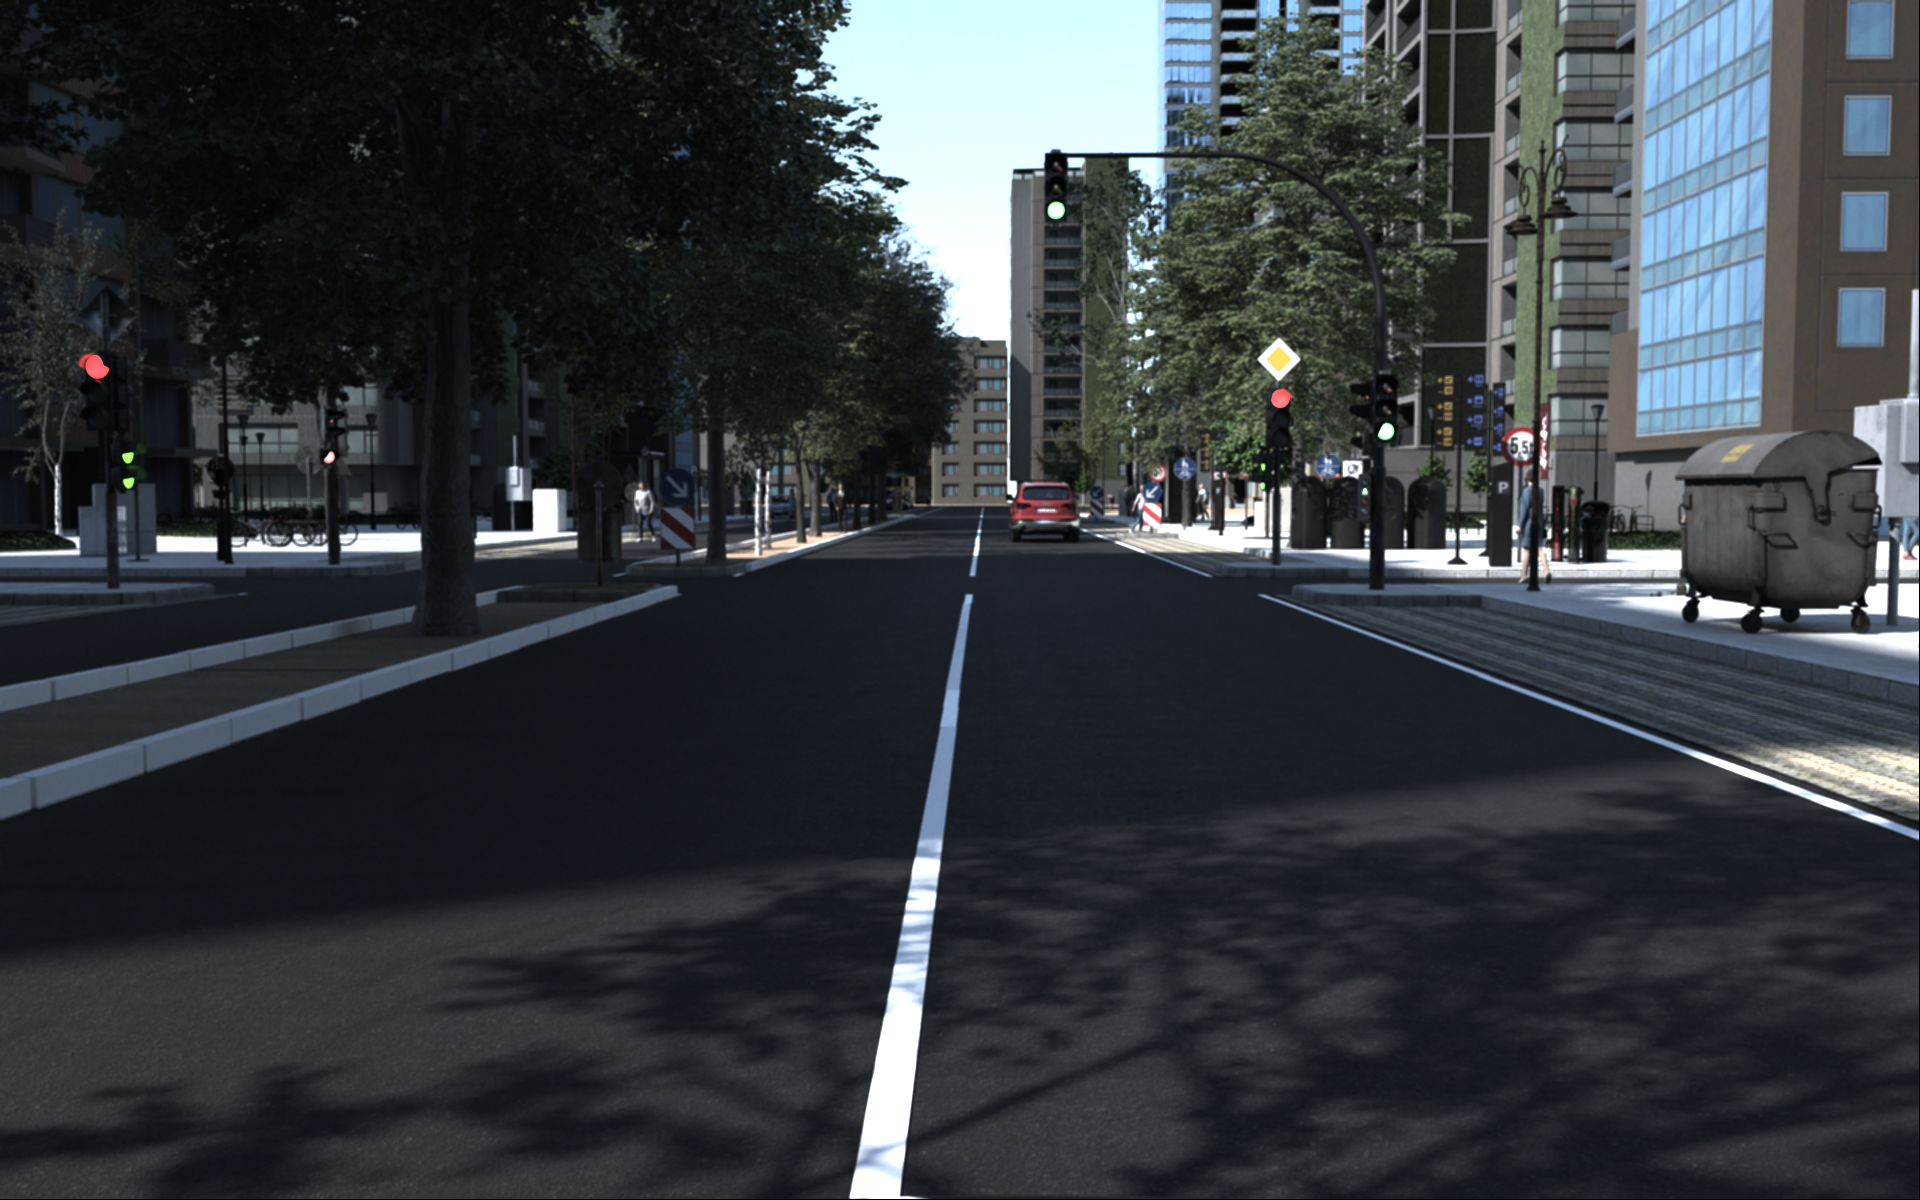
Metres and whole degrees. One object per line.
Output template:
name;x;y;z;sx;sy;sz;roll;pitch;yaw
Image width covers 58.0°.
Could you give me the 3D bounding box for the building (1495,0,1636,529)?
building;29.229;-23.631;69.954;14.154;41.232;14.086;0;4;1

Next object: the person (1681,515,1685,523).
person;17.996;-1.971;42.522;0.306;1.304;0.590;-2;4;-26

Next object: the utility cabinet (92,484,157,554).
utility cabinet;-17.707;-1.714;36.706;1.173;1.500;0.318;-3;5;-39

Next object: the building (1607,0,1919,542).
building;29.329;-24.559;51.644;14.200;45.320;14.600;0;4;1

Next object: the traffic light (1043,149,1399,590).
traffic light;3.483;-2.960;23.069;4.771;5.953;1.251;0;4;1

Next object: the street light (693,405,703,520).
street light;-12.658;-6.804;84.036;0.468;5.910;1.993;0;4;1

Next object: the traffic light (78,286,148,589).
traffic light;-11.484;-2.109;23.411;0.839;4.253;0.868;0;4;1

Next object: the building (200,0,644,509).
building;-40.132;-33.318;133.984;28.713;52.752;27.495;0;4;1

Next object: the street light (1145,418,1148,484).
street light;8.525;-6.525;79.471;0.468;5.910;1.993;0;4;1

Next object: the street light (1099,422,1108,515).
street light;8.783;-8.143;105.923;0.468;5.910;1.993;0;4;1

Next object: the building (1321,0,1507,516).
building;32.278;-40.125;94.299;20.563;71.187;20.611;0;4;1

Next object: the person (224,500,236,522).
person;-32.397;-4.067;76.794;0.590;1.304;0.306;-3;4;-37

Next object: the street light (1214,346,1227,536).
street light;8.052;-4.921;53.248;0.468;5.910;1.993;0;4;1

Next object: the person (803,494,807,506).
person;-16.855;-10.890;187.357;0.742;1.727;0.445;0;4;-4

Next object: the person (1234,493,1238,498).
person;28.715;-10.821;182.966;1.348;1.824;0.705;2;4;28

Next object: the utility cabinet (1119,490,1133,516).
utility cabinet;9.945;-5.700;101.868;1.173;1.500;0.318;1;4;18

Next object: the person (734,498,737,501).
person;-17.679;-7.624;133.949;0.557;1.426;1.065;2;4;35

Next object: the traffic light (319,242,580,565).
traffic light;-9.275;-3.470;31.400;4.771;5.953;1.251;0;4;1

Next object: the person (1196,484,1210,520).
person;11.896;-4.810;85.178;0.515;1.767;0.782;-2;4;-31

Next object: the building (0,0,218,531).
building;-39.850;-24.711;58.653;22.147;44.769;28.867;0;4;1

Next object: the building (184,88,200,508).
building;-53.021;-28.206;153.049;23.993;40.220;32.217;0;4;1

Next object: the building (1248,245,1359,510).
building;37.395;-17.393;129.422;27.650;21.520;28.899;0;4;1

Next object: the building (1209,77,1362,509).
building;39.492;-28.339;155.220;32.217;40.220;23.993;0;4;1

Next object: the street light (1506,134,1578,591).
street light;7.605;-3.058;22.787;0.468;5.910;1.993;0;4;1

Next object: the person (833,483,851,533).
person;-4.320;-3.386;63.643;0.659;1.850;0.755;0;4;-5

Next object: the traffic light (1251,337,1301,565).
traffic light;5.692;-2.584;31.164;0.839;4.253;0.868;0;4;1

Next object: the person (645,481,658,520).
person;-13.600;-4.273;75.686;0.659;1.850;0.755;0;4;5

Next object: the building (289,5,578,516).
building;-33.884;-26.293;113.487;14.154;41.232;14.086;0;4;1

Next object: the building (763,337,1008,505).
building;-8.606;-22.820;218.143;28.899;21.520;27.650;0;4;1

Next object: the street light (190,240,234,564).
street light;-13.448;-3.602;31.683;0.468;5.910;1.993;0;4;1

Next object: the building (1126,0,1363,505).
building;36.232;-55.086;213.328;31.000;86.520;22.319;0;4;1

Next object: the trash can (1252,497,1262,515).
trash can;13.156;-3.922;75.776;0.748;1.137;0.748;0;3;0

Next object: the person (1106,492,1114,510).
person;11.851;-7.795;136.730;0.697;1.427;0.421;2;4;34

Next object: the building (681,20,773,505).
building;-37.430;-41.098;213.947;28.212;58.520;21.231;0;4;1

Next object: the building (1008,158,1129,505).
building;13.017;-32.232;210.594;14.086;41.232;14.154;0;4;1

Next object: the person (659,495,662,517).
person;-16.742;-5.576;97.411;0.606;1.804;0.583;-3;4;-38

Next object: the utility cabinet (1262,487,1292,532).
utility cabinet;10.677;-2.999;57.717;1.173;1.500;0.318;2;4;30

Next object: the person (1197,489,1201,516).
person;13.441;-5.691;99.192;0.850;1.850;0.679;-1;4;-11

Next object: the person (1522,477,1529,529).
person;15.597;-2.515;47.367;0.606;1.804;0.583;-1;4;-23

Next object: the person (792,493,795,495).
person;-13.969;-8.386;144.065;0.530;1.710;0.541;3;5;44

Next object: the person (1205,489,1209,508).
person;21.880;-9.076;154.875;0.568;1.767;0.683;3;4;37

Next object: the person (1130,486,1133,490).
person;11.172;-6.555;113.305;0.705;1.814;1.350;0;4;-8

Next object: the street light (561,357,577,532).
street light;-12.961;-5.217;58.085;0.468;5.910;1.993;0;4;1

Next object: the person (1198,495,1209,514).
person;15.622;-6.467;112.296;1.217;1.766;0.721;3;5;40

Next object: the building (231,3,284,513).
building;-34.026;-25.367;98.352;14.154;41.232;14.086;0;4;1

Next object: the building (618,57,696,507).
building;-32.990;-31.268;161.349;14.200;45.320;14.600;0;4;1

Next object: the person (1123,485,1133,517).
person;9.678;-5.685;99.099;0.679;1.850;0.850;1;4;9

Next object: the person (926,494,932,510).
person;-2.701;-8.657;153.224;0.799;1.438;0.628;3;4;36

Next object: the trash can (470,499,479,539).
trash can;-13.520;-2.181;47.312;0.748;1.137;0.748;0;3;0

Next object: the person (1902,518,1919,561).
person;18.320;-1.671;33.373;0.388;1.821;0.555;1;4;11
